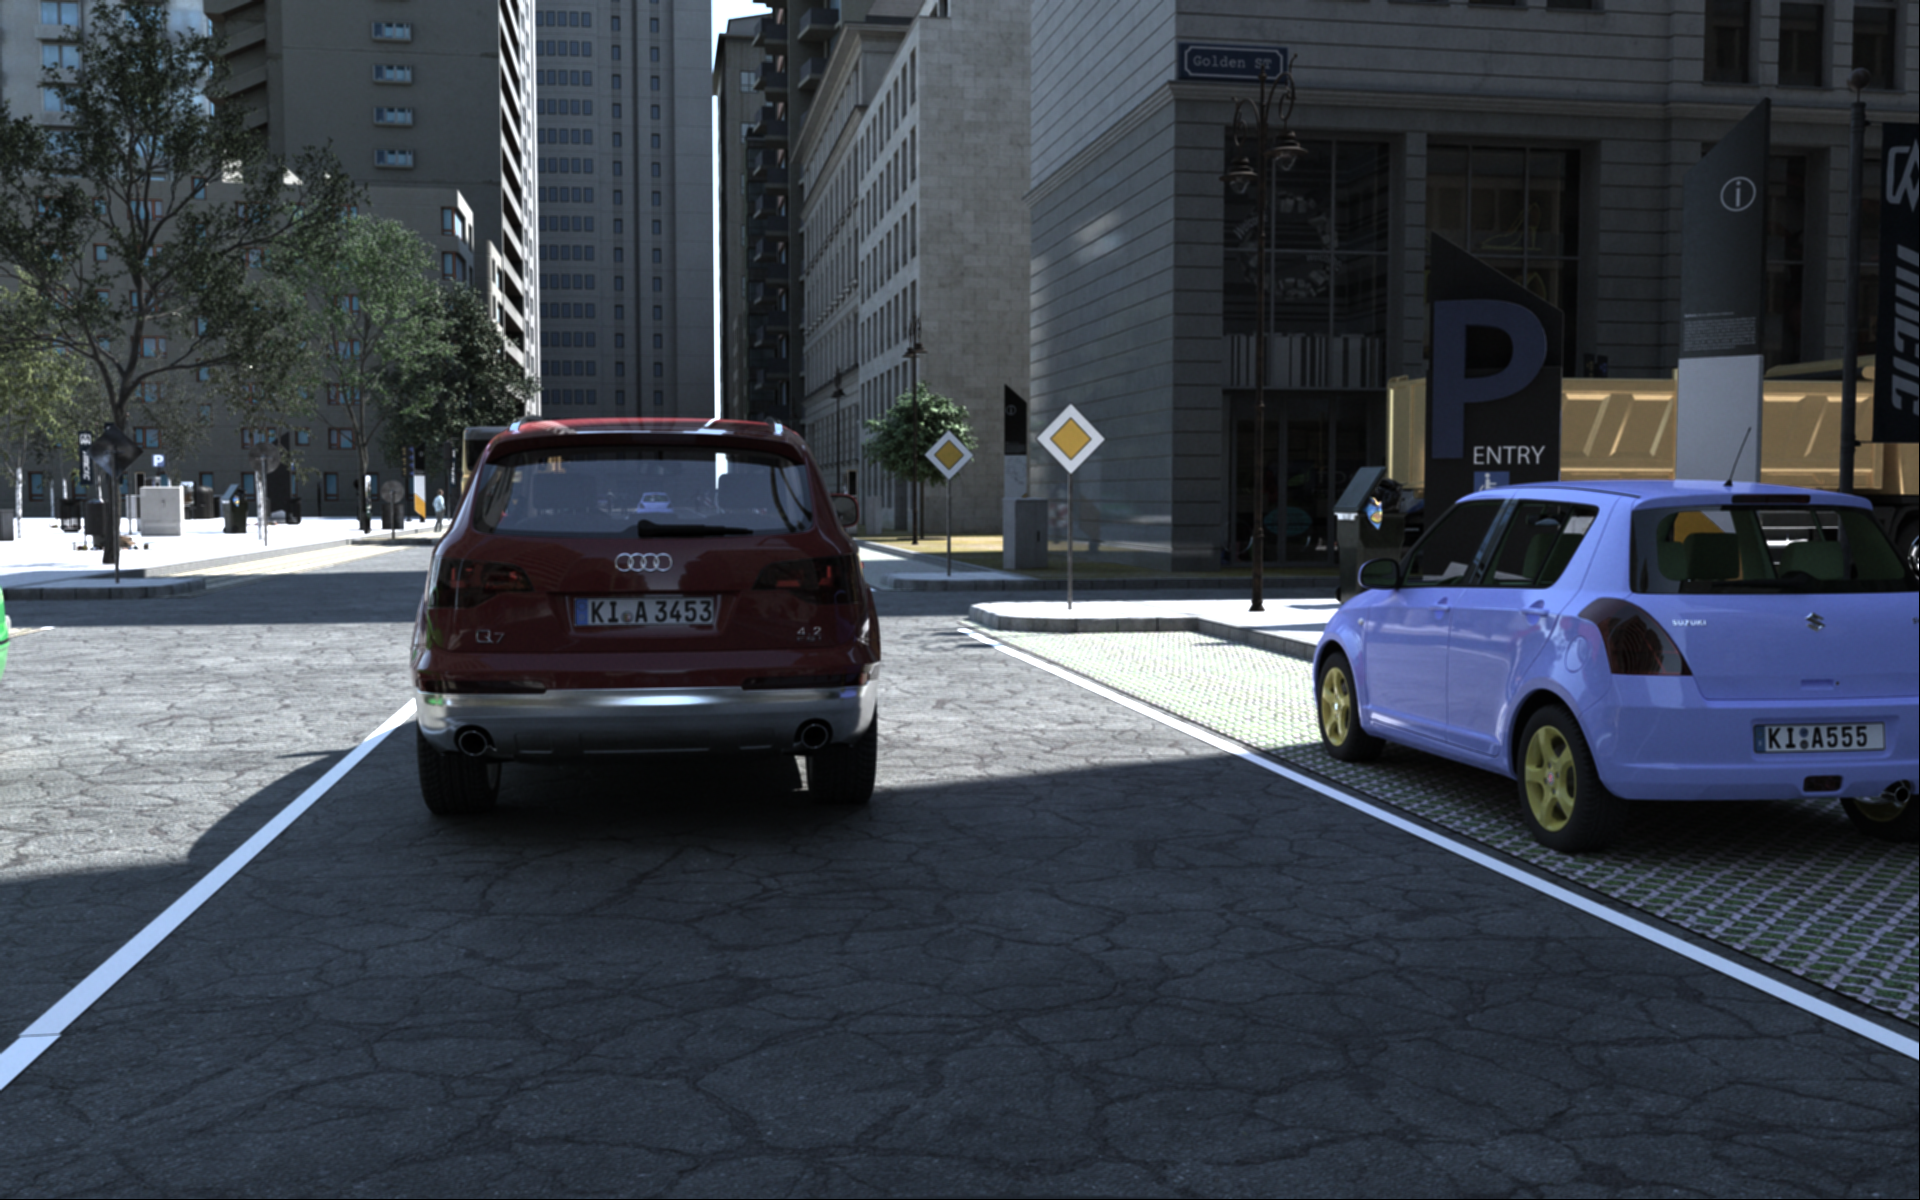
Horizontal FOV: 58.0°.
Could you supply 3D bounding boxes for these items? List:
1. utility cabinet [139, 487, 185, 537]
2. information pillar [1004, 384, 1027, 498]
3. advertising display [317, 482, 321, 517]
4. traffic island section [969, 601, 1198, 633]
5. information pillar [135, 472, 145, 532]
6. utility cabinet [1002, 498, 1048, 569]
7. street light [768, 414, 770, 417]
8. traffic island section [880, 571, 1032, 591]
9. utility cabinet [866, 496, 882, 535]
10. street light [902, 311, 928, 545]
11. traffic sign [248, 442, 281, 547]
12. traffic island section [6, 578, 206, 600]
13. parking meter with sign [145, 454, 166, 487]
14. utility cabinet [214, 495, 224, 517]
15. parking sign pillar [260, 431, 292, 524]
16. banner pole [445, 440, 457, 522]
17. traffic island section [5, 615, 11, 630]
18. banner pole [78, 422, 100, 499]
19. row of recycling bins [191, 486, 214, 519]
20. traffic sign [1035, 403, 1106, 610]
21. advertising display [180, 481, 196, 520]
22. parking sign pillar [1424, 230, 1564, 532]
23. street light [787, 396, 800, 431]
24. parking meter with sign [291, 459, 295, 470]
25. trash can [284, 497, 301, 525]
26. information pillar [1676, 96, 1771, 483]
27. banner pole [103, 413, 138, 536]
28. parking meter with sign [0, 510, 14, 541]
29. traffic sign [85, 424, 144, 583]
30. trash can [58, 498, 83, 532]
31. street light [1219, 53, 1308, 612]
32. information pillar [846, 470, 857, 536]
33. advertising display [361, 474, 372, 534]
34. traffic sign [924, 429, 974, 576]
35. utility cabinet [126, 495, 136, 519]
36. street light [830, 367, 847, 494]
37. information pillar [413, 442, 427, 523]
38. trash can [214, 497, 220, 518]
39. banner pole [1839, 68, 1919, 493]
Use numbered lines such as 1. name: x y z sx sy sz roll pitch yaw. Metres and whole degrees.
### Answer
1. utility cabinet: -23.741 -2.621 51.527 1.173 1.500 0.318 0 4 -3
2. information pillar: 1.164 -2.778 36.778 0.504 3.616 0.183 0 4 2
3. advertising display: -35.659 -5.578 96.415 0.123 1.923 0.974 -1 4 -17
4. traffic island section: 1.235 0.189 19.197 2.009 0.180 2.903 -1 4 -10
5. information pillar: -27.814 -3.322 58.803 0.304 2.012 0.304 -2 4 -27
6. utility cabinet: 1.139 -1.148 29.926 0.306 1.237 1.020 2 4 35
7. street light: -11.110 -7.814 100.541 0.468 5.910 1.993 -1 4 -10
8. traffic island section: -0.154 -0.292 27.061 2.009 0.180 2.903 -1 4 -10
9. utility cabinet: -2.732 -2.672 54.841 0.306 1.237 1.020 1 4 11
10. street light: -1.144 -4.351 43.922 0.468 5.910 1.993 -1 4 -10
11. traffic sign: -16.919 -2.571 42.145 0.768 2.556 0.104 0 4 -5
12. traffic island section: -12.161 -0.163 24.952 2.009 0.180 2.903 -1 4 -10
13. parking meter with sign: -35.138 -4.838 75.369 0.543 3.016 1.738 0 4 -5
14. utility cabinet: -40.649 -5.155 95.446 0.306 1.237 1.020 2 4 32
15. parking sign pillar: -29.302 -5.236 74.083 1.447 3.967 1.447 -1 4 -14
16. banner pole: -23.799 -5.565 81.009 0.401 3.779 0.863 1 4 17
17. traffic island section: -10.772 0.318 17.089 2.009 0.180 2.903 -1 4 -10
18. banner pole: -30.297 -4.304 60.395 0.401 3.779 0.863 3 4 37
19. row of recycling bins: -38.926 -5.012 89.056 1.069 1.692 3.534 -1 4 -20
20. traffic sign: 1.213 -0.946 19.116 0.795 2.450 0.064 -1 4 -10
21. advertising display: -38.235 -4.921 85.675 0.974 1.923 0.123 1 4 16
22. parking sign pillar: 5.383 -1.774 17.484 1.447 3.967 1.447 1 4 21
23. street light: -7.839 -6.659 81.659 0.468 5.910 1.993 -1 4 -10
24. parking meter with sign: -33.260 -5.425 84.955 0.543 3.016 1.738 0 4 5
25. trash can: -27.864 -3.713 72.365 0.748 1.137 0.748 0 3 0
26. information pillar: 4.607 -1.169 10.470 0.504 3.616 0.183 3 5 41
27. banner pole: -25.883 -3.876 53.396 0.863 3.779 0.401 -2 4 -28
28. parking meter with sign: -26.342 -3.066 46.392 0.543 3.016 1.738 2 4 33
29. traffic sign: -12.139 -1.300 24.895 0.795 2.450 0.064 -1 4 -10
30. trash can: -29.954 -2.855 58.332 0.748 1.137 0.748 0 3 0
31. street light: 3.252 -2.813 18.786 0.468 5.910 1.993 -1 4 -10
32. information pillar: -3.336 -2.994 53.436 0.304 2.012 0.304 -1 4 -12
33. advertising display: -19.059 -3.085 55.649 0.123 1.923 0.974 -1 4 -9
34. traffic sign: -0.176 -1.427 26.979 0.795 2.450 0.064 -1 4 -10
35. utility cabinet: -41.780 -4.697 87.963 1.020 1.237 0.306 -2 4 -29
36. street light: -4.415 -5.506 62.804 0.468 5.910 1.993 -1 4 -10
37. information pillar: -24.075 -5.250 77.186 0.504 3.616 0.183 -3 5 -40
38. trash can: -39.433 -4.884 91.505 0.748 1.137 0.748 0 3 0
39. banner pole: 5.514 -1.243 10.333 0.863 3.779 0.401 -1 4 -9
